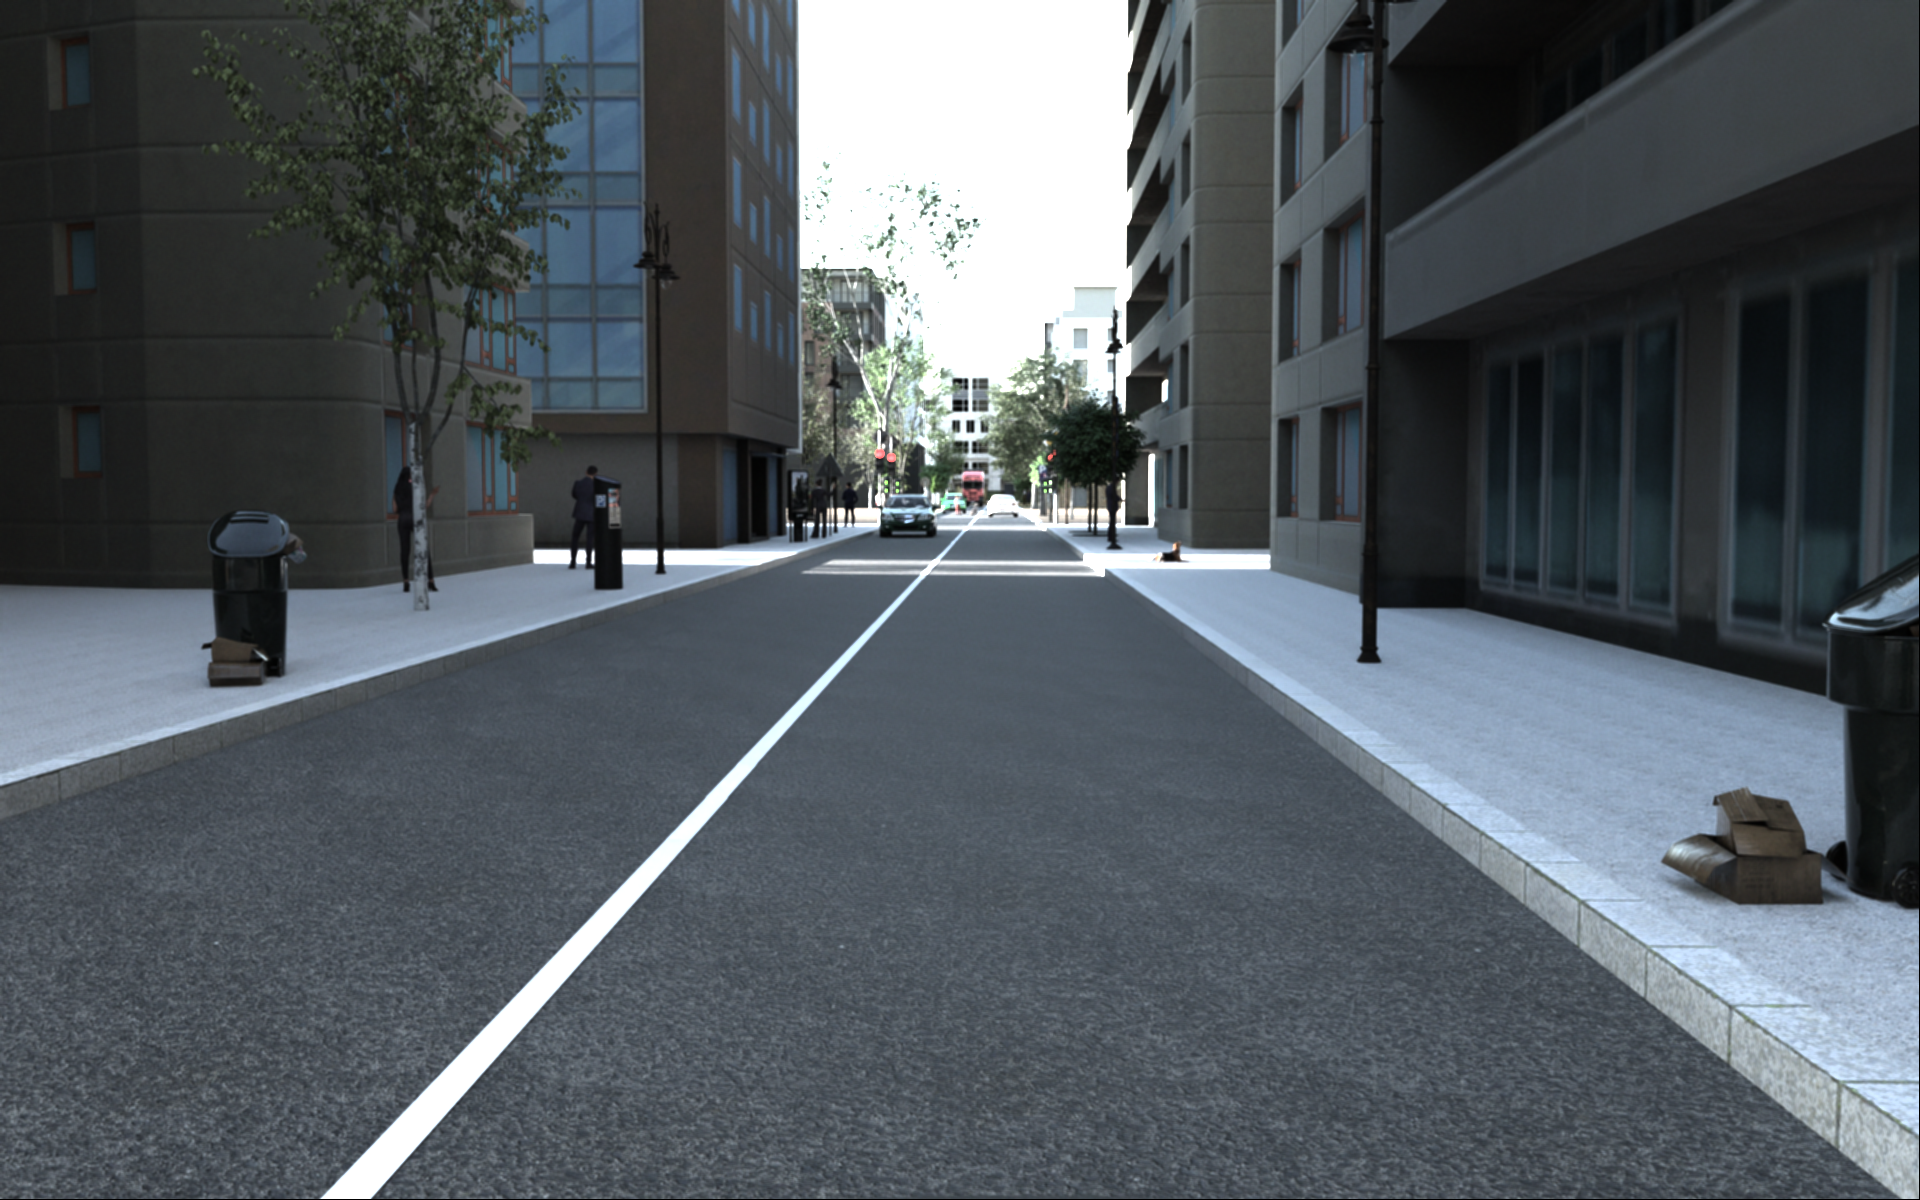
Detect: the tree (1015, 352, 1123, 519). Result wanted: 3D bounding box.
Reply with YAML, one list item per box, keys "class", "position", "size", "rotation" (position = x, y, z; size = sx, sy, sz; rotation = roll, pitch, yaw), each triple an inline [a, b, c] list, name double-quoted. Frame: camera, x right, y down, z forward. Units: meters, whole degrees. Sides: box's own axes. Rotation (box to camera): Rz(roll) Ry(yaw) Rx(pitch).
- class: "tree"
  position: [5.709, -8.539, 89.968]
  size: [4.360, 8.622, 3.978]
  rotation: [0, 3, 0]

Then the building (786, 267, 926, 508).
- class: "building"
  position: [-18.074, -20.116, 172.867]
  size: [27.936, 21.610, 32.646]
  rotation: [0, 4, 1]

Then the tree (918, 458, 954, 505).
- class: "tree"
  position: [-2.163, -10.601, 157.042]
  size: [4.285, 4.588, 4.351]
  rotation: [0, 3, 0]

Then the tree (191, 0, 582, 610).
- class: "tree"
  position: [-5.918, -4.177, 18.658]
  size: [4.737, 8.622, 4.395]
  rotation: [0, 3, 0]

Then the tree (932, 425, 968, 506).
- class: "tree"
  position: [-1.169, -14.588, 188.878]
  size: [4.737, 8.622, 4.395]
  rotation: [0, 3, 0]

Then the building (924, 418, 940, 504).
- class: "building"
  position: [-7.717, -16.026, 204.165]
  size: [9.099, 9.664, 28.070]
  rotation: [0, 4, 1]

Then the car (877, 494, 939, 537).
- class: "car"
  position: [-1.750, -2.899, 59.199]
  size: [2.131, 1.459, 4.920]
  rotation: [0, 4, 1]

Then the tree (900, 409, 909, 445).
- class: "tree"
  position: [-5.920, -11.293, 135.008]
  size: [4.360, 8.622, 3.978]
  rotation: [0, 3, 0]

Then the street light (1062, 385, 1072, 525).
- class: "street light"
  position: [4.458, -6.092, 72.390]
  size: [0.468, 5.910, 1.993]
  rotation: [0, 4, 1]

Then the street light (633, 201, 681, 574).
- class: "street light"
  position: [-4.819, -3.359, 27.710]
  size: [0.468, 5.910, 1.993]
  rotation: [0, 4, 1]

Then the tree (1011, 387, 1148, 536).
- class: "tree"
  position: [4.090, -4.252, 53.231]
  size: [4.285, 4.588, 4.351]
  rotation: [0, 3, 0]

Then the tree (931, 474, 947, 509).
- class: "tree"
  position: [-2.140, -9.528, 150.378]
  size: [1.663, 3.219, 1.824]
  rotation: [0, 3, 0]

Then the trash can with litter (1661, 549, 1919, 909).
- class: "trash can with litter"
  position: [2.848, 0.362, 5.464]
  size: [1.055, 1.170, 0.624]
  rotation: [0, 4, -1]

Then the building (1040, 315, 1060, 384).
- class: "building"
  position: [23.781, -22.579, 213.148]
  size: [27.936, 21.610, 32.646]
  rotation: [0, 4, 1]

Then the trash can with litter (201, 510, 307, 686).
- class: "trash can with litter"
  position: [-4.880, -0.035, 11.967]
  size: [0.624, 1.170, 1.055]
  rotation: [-1, 4, -16]

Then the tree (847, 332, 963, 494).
- class: "tree"
  position: [-3.680, -11.357, 111.443]
  size: [9.928, 11.665, 9.643]
  rotation: [0, 3, 0]

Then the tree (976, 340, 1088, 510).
- class: "tree"
  position: [6.121, -14.499, 143.714]
  size: [9.857, 13.997, 8.962]
  rotation: [0, 3, 0]

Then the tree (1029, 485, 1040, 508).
- class: "tree"
  position: [6.875, -10.067, 159.203]
  size: [1.663, 3.219, 1.824]
  rotation: [0, 3, 0]

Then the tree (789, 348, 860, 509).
- class: "tree"
  position: [-7.424, -8.273, 85.620]
  size: [4.360, 8.622, 3.978]
  rotation: [0, 3, 0]

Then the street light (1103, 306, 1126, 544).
- class: "street light"
  position: [3.803, -4.276, 42.701]
  size: [0.468, 5.910, 1.993]
  rotation: [0, 4, 1]

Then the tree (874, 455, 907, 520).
- class: "tree"
  position: [-3.663, -5.505, 84.605]
  size: [1.663, 3.219, 1.824]
  rotation: [0, 3, 0]

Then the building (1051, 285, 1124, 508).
- class: "building"
  position: [16.652, -18.721, 162.508]
  size: [16.016, 20.091, 11.380]
  rotation: [0, 4, 1]

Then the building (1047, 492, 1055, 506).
- class: "building"
  position: [13.814, -14.757, 183.426]
  size: [9.099, 9.664, 28.070]
  rotation: [0, 4, 1]

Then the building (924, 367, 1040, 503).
- class: "building"
  position: [-2.582, -23.417, 249.320]
  size: [31.486, 18.905, 16.747]
  rotation: [0, 4, 1]

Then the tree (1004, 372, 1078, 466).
- class: "tree"
  position: [6.779, -12.087, 132.030]
  size: [7.601, 10.594, 8.767]
  rotation: [1, 4, 18]

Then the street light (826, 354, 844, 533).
- class: "street light"
  position: [-4.132, -5.170, 57.317]
  size: [0.468, 5.910, 1.993]
  rotation: [0, 4, 1]

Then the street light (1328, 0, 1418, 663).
- class: "street light"
  position: [3.123, -2.462, 13.045]
  size: [0.468, 5.910, 1.993]
  rotation: [0, 4, 1]

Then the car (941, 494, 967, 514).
- class: "car"
  position: [-0.438, -7.289, 127.963]
  size: [1.959, 1.807, 4.718]
  rotation: [0, 4, 0]

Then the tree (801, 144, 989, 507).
- class: "tree"
  position: [-5.121, -14.615, 94.850]
  size: [12.611, 20.169, 13.585]
  rotation: [0, 3, 0]

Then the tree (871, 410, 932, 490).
- class: "tree"
  position: [-5.540, -11.868, 144.400]
  size: [4.737, 8.622, 4.395]
  rotation: [0, 3, 0]

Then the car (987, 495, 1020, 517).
- class: "car"
  position: [2.704, -5.874, 108.409]
  size: [2.083, 1.381, 4.827]
  rotation: [0, 4, 2]

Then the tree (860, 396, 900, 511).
- class: "tree"
  position: [-6.729, -10.975, 129.797]
  size: [4.360, 8.622, 3.978]
  rotation: [0, 3, 0]
